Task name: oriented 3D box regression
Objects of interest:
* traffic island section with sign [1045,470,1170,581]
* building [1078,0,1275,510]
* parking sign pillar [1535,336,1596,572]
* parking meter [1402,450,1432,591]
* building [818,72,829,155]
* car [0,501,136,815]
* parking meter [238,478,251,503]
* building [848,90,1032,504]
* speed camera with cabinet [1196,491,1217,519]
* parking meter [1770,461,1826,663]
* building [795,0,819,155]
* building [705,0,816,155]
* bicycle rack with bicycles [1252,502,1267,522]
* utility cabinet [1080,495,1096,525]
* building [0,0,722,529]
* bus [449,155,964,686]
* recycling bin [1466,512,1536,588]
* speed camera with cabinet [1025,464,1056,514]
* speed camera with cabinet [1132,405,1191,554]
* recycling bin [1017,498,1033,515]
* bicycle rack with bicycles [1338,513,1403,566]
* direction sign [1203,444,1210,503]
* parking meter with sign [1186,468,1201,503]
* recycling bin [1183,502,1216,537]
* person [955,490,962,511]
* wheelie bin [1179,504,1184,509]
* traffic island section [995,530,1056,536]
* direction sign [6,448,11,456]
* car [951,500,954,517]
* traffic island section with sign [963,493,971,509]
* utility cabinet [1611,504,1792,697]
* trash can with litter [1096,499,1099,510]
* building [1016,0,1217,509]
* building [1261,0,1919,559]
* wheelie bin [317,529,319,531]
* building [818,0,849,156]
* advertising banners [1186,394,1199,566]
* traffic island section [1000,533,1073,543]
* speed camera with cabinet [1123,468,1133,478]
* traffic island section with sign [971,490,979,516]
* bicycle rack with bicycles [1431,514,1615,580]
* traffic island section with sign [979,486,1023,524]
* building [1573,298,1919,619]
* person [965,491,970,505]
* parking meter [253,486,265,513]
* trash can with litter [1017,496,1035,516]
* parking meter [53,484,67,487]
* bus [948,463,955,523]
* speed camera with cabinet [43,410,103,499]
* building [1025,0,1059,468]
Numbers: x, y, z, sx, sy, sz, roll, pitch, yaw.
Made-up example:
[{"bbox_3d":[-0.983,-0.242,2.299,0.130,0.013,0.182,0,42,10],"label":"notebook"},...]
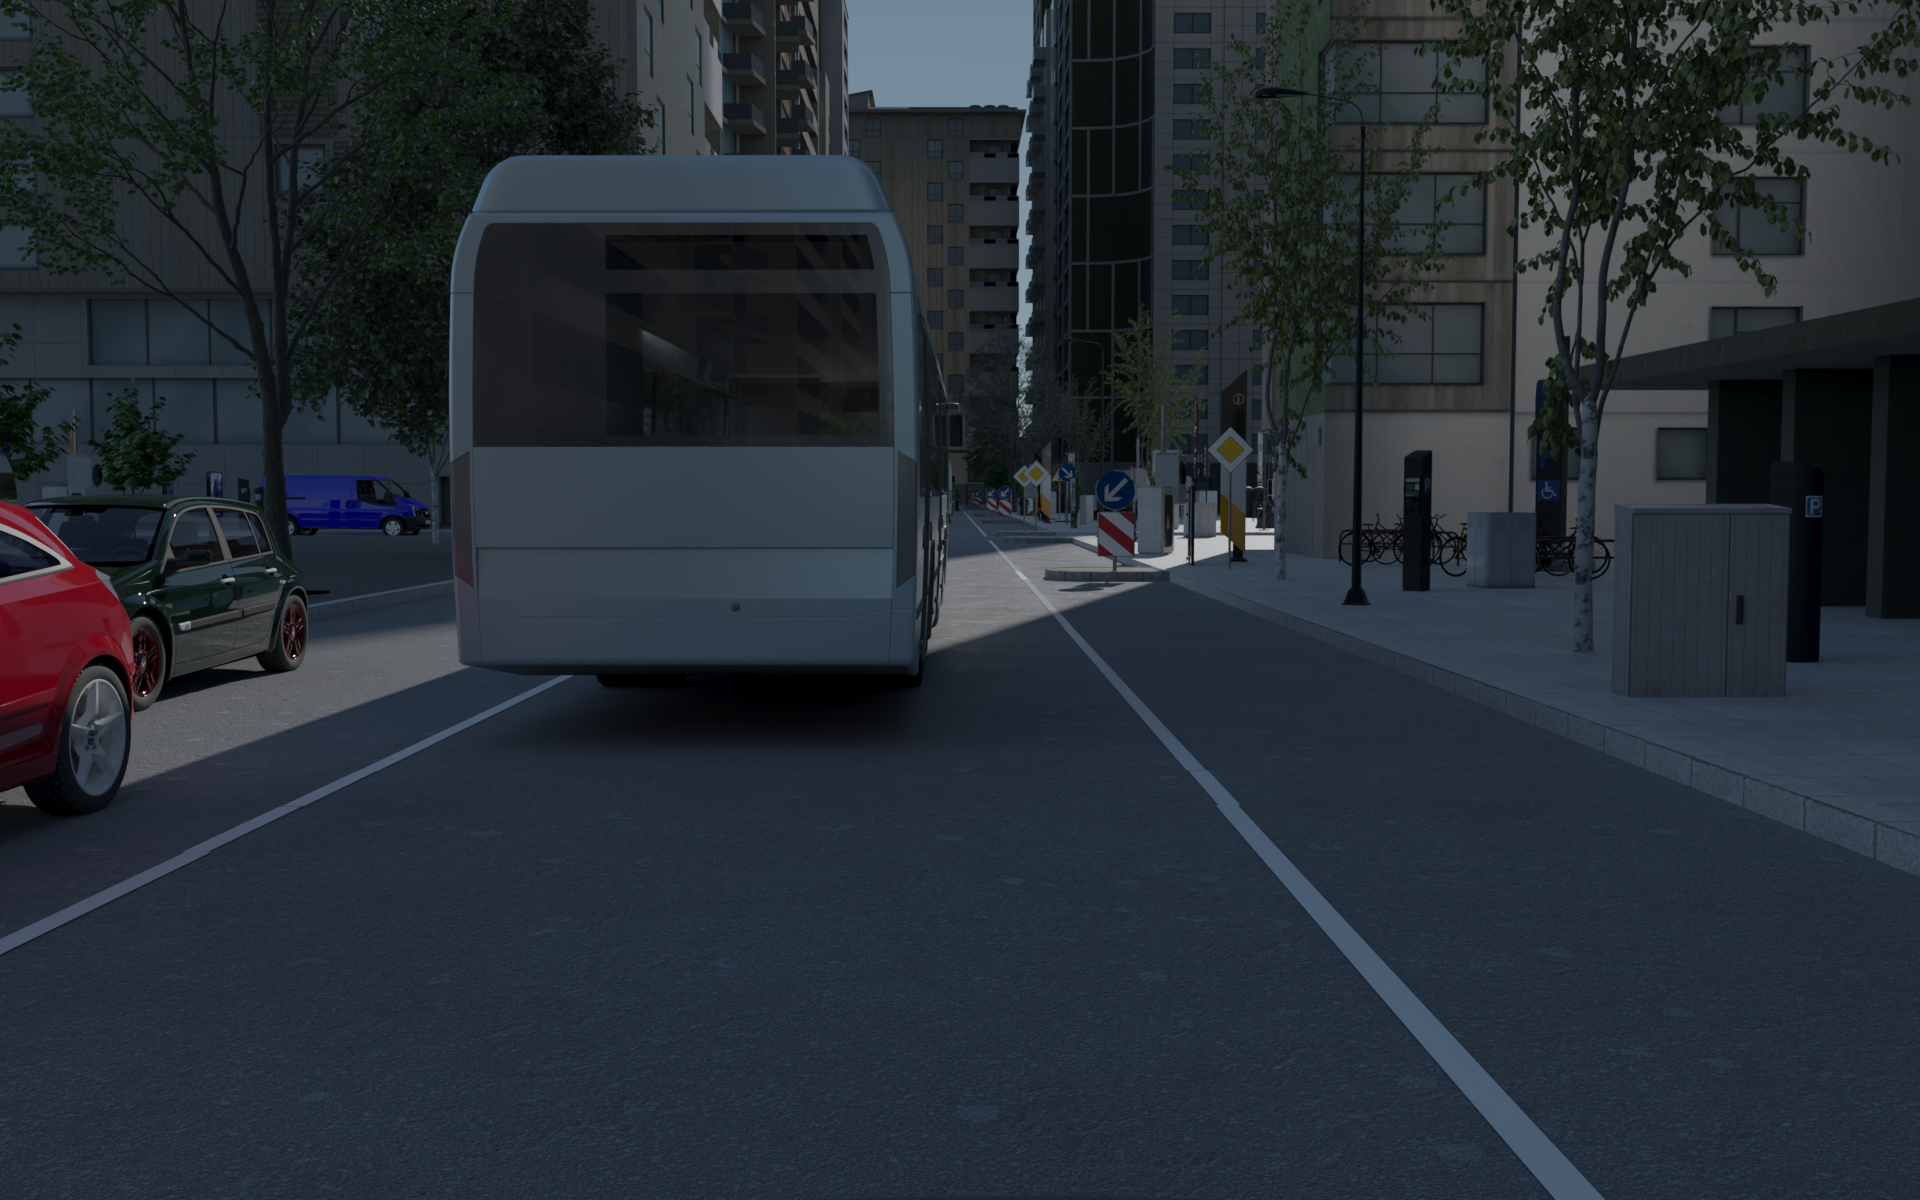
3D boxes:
[{"bbox_3d":[2.458,-1.269,29.368,1.989,1.847,2.006,0,4,0],"label":"traffic island section with sign"},{"bbox_3d":[16.818,-43.185,144.321,20.563,71.187,20.611,0,4,0],"label":"building"},{"bbox_3d":[9.953,-2.485,29.099,1.447,3.967,1.447,1,4,23],"label":"parking sign pillar"},{"bbox_3d":[6.052,-1.053,22.926,0.255,1.863,0.399,3,4,38],"label":"parking meter"},{"bbox_3d":[-19.692,-29.312,162.852,14.154,41.232,14.086,0,4,0],"label":"building"},{"bbox_3d":[-4.739,0.166,6.330,2.155,1.783,4.494,0,4,-1],"label":"car"},{"bbox_3d":[-25.404,-3.412,61.489,0.399,1.863,0.255,-2,4,-26],"label":"parking meter"},{"bbox_3d":[-3.265,-39.475,234.657,27.495,52.752,28.713,0,4,0],"label":"building"},{"bbox_3d":[12.012,-5.729,88.007,2.038,3.252,0.660,-1,4,-10],"label":"speed camera with cabinet"},{"bbox_3d":[6.418,-0.299,13.308,0.372,1.533,0.369,0,3,0],"label":"parking meter"},{"bbox_3d":[-23.201,-31.871,144.795,21.300,48.544,21.600,0,4,0],"label":"building"},{"bbox_3d":[-21.190,-28.149,114.863,22.147,44.769,28.867,0,4,0],"label":"building"},{"bbox_3d":[13.560,-4.153,81.289,2.852,0.926,2.925,2,4,28],"label":"bicycle rack with bicycles"},{"bbox_3d":[5.339,-3.790,73.127,0.306,1.237,1.020,1,4,22],"label":"utility cabinet"},{"bbox_3d":[-25.062,-29.671,74.358,28.713,52.752,27.495,0,4,0],"label":"building"},{"bbox_3d":[-1.462,-1.296,16.052,2.948,3.499,13.247,0,4,0],"label":"bus"},{"bbox_3d":[7.466,-0.694,23.906,0.722,1.027,0.722,0,4,-5],"label":"recycling bin"},{"bbox_3d":[5.292,-7.308,113.822,2.038,3.252,0.660,0,4,1],"label":"speed camera with cabinet"},{"bbox_3d":[4.433,-2.659,37.808,0.660,3.252,2.038,1,4,22],"label":"speed camera with cabinet"},{"bbox_3d":[4.003,-5.735,106.319,0.722,1.027,0.722,-3,5,-44],"label":"recycling bin"},{"bbox_3d":[8.204,-1.121,31.706,2.925,0.926,2.852,0,4,2],"label":"bicycle rack with bicycles"},{"bbox_3d":[11.271,-5.334,79.209,0.379,3.537,0.876,2,4,27],"label":"direction sign"},{"bbox_3d":[15.311,-7.359,116.572,1.738,3.016,0.543,-1,4,-11],"label":"parking meter with sign"},{"bbox_3d":[7.166,-2.396,51.734,0.722,1.027,0.722,-3,4,-38],"label":"recycling bin"},{"bbox_3d":[-0.199,-8.383,145.651,0.705,1.812,1.348,-1,4,-21],"label":"person"},{"bbox_3d":[13.906,-6.219,109.593,0.693,1.594,0.980,2,4,28],"label":"wheelie bin"},{"bbox_3d":[2.243,-2.291,59.741,2.009,0.180,2.903,0,4,0],"label":"traffic island section"},{"bbox_3d":[-32.731,-4.089,58.855,0.876,3.537,0.379,-2,4,-33],"label":"direction sign"},{"bbox_3d":[-1.395,-6.039,110.536,2.131,1.459,4.920,0,4,-2],"label":"car"},{"bbox_3d":[1.553,-9.350,161.493,1.989,1.847,2.006,0,4,0],"label":"traffic island section with sign"},{"bbox_3d":[4.721,0.007,11.042,1.020,1.237,0.306,0,4,-3],"label":"utility cabinet"},{"bbox_3d":[9.687,-7.075,127.058,1.055,1.170,0.624,-1,4,-13],"label":"trash can with litter"},{"bbox_3d":[16.702,-46.328,195.717,20.563,71.187,20.611,0,4,0],"label":"building"},{"bbox_3d":[14.123,-21.783,39.754,14.154,41.232,14.086,0,4,0],"label":"building"},{"bbox_3d":[-22.697,-3.204,60.300,0.980,1.594,0.693,-1,4,-8],"label":"wheelie bin"},{"bbox_3d":[-26.895,-40.055,196.904,28.212,58.520,21.231,0,4,0],"label":"building"},{"bbox_3d":[4.192,-2.144,31.240,0.090,3.025,2.074,0,4,4],"label":"advertising banners"},{"bbox_3d":[2.298,-1.803,51.756,2.009,0.180,2.903,0,4,0],"label":"traffic island section"},{"bbox_3d":[6.903,-4.168,62.484,2.038,3.252,0.660,-2,4,-25],"label":"speed camera with cabinet"},{"bbox_3d":[1.893,-6.314,111.857,1.989,1.847,2.006,0,4,0],"label":"traffic island section with sign"},{"bbox_3d":[8.842,-0.808,26.592,2.925,0.926,2.852,0,4,2],"label":"bicycle rack with bicycles"},{"bbox_3d":[2.070,-4.665,84.903,1.989,1.847,2.006,0,4,0],"label":"traffic island section with sign"},{"bbox_3d":[19.152,-21.625,8.193,22.147,44.769,28.867,0,4,0],"label":"building"},{"bbox_3d":[0.794,-11.369,194.385,0.705,1.824,1.348,2,4,23],"label":"person"},{"bbox_3d":[-21.069,-2.676,52.162,0.372,1.533,0.369,0,3,0],"label":"parking meter"},{"bbox_3d":[3.934,-5.522,101.664,1.055,1.170,0.624,-2,4,-30],"label":"trash can with litter"},{"bbox_3d":[-22.255,-2.103,42.793,0.372,1.533,0.369,0,3,0],"label":"parking meter"},{"bbox_3d":[-1.701,-5.702,88.082,2.948,3.499,13.247,0,4,0],"label":"bus"},{"bbox_3d":[-20.445,-2.790,39.950,0.660,3.252,2.038,0,4,-5],"label":"speed camera with cabinet"},{"bbox_3d":[17.908,-33.719,170.915,23.786,49.044,30.456,0,4,0],"label":"building"}]
